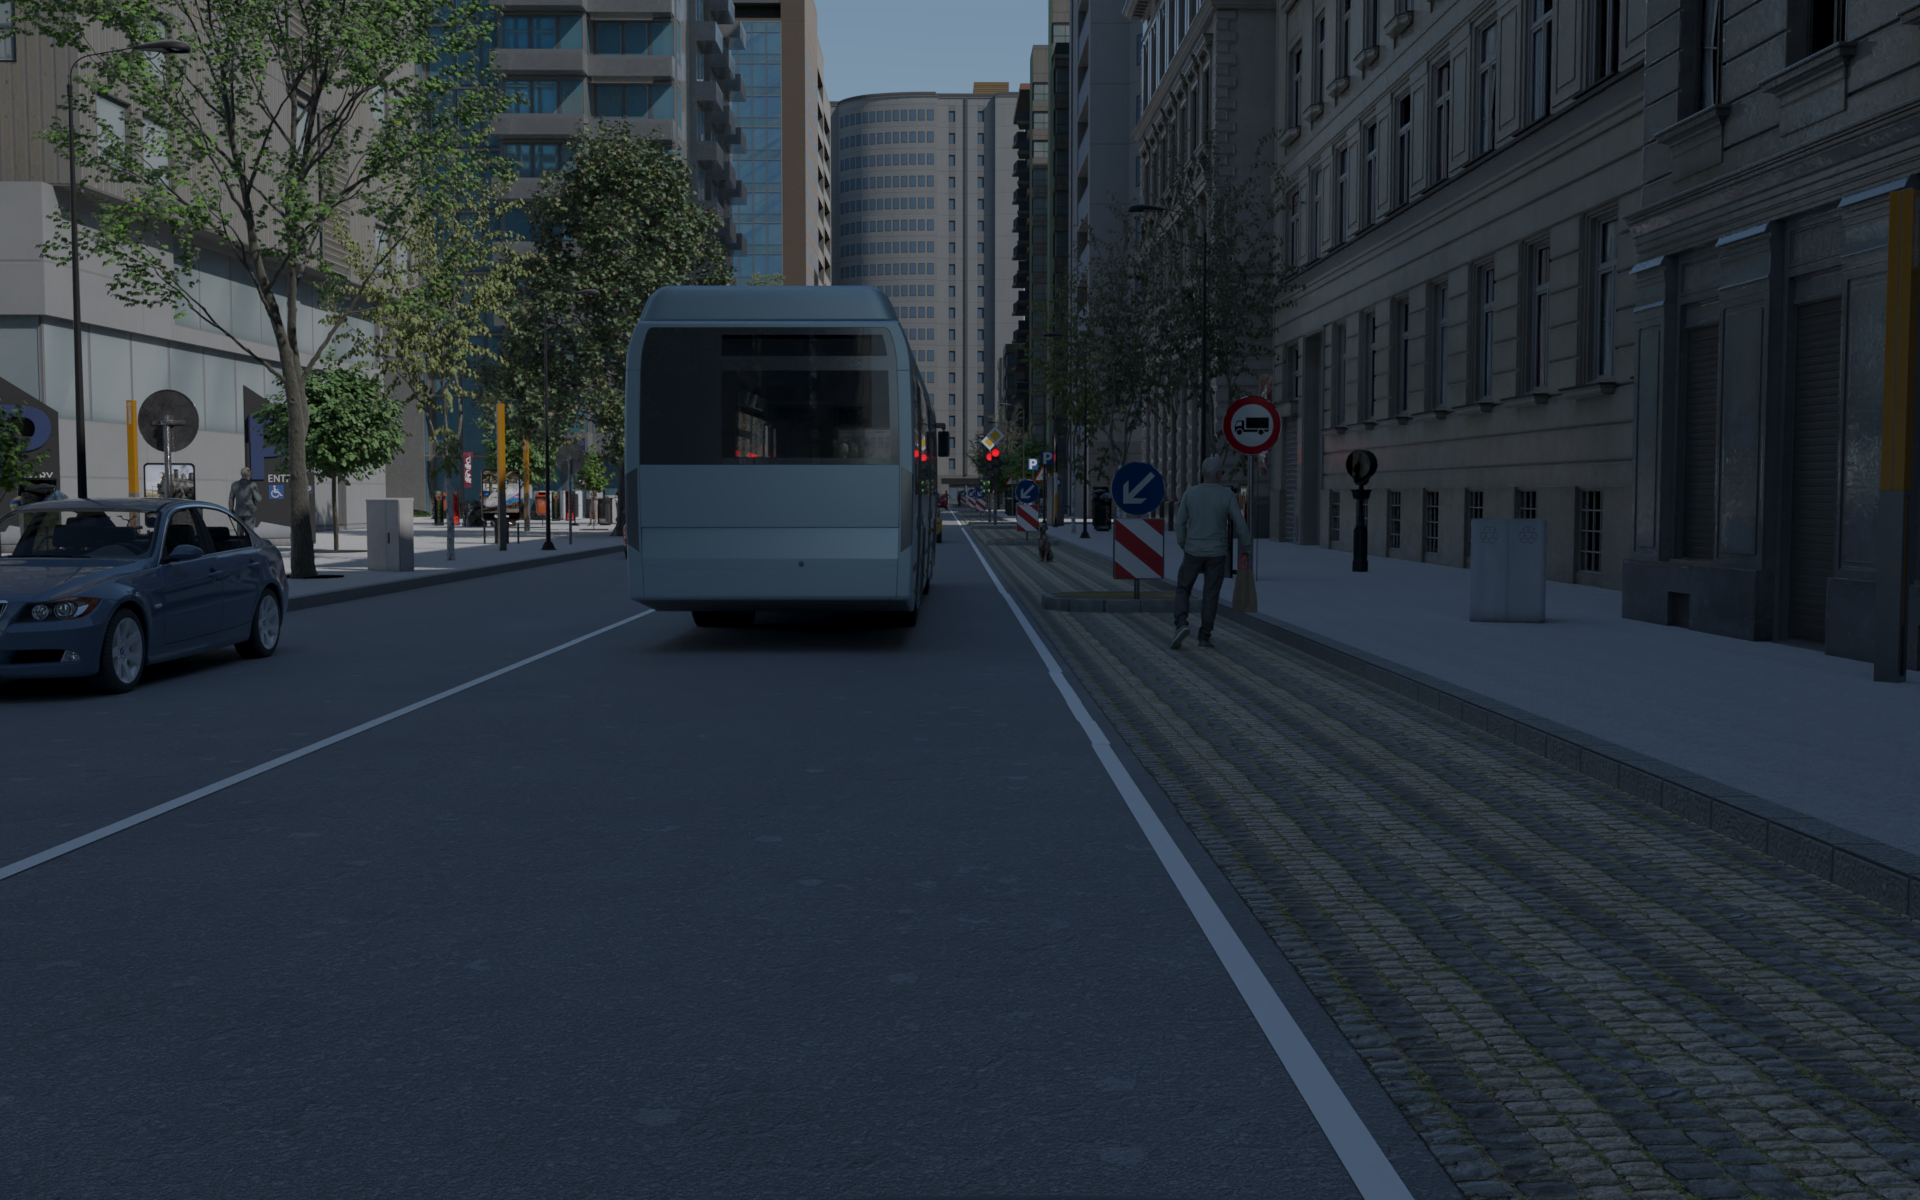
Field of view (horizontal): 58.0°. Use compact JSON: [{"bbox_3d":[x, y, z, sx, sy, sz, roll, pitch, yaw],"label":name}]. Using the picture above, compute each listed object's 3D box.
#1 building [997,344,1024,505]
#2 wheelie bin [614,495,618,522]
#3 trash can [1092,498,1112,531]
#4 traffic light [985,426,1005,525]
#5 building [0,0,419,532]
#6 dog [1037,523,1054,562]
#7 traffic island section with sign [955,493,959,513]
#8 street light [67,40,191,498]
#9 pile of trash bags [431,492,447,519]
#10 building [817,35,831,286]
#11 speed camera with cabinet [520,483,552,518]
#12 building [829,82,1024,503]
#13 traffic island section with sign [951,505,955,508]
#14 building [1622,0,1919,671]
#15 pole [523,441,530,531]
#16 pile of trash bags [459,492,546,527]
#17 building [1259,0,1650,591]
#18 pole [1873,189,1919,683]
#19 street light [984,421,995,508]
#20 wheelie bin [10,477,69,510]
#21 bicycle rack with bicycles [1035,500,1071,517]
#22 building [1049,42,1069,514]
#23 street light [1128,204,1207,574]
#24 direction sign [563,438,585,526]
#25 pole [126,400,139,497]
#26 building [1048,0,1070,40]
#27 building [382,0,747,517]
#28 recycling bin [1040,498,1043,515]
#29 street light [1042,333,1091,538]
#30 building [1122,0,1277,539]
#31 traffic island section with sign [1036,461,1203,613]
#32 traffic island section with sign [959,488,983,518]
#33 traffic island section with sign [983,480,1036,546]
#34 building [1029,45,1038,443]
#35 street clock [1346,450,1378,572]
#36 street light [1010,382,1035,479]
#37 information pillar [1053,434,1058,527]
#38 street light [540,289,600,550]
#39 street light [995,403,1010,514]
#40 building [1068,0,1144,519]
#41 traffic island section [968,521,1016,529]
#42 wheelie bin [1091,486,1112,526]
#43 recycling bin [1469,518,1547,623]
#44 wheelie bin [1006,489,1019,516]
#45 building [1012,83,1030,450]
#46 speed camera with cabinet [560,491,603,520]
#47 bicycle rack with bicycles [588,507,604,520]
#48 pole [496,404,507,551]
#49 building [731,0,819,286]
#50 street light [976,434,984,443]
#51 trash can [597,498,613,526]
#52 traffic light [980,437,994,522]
[{"bbox_3d":[18.889,-22.557,213.839,27.650,21.520,28.899,0,4,-1],"label":"building"},{"bbox_3d":[-15.299,-4.357,79.137,0.693,1.594,0.980,3,4,38],"label":"wheelie bin"},{"bbox_3d":[4.920,-2.936,59.665,0.748,1.137,0.748,0,3,0],"label":"trash can"},{"bbox_3d":[1.437,-5.056,71.593,0.839,4.253,0.868,0,4,-1],"label":"traffic light"},{"bbox_3d":[-34.068,-28.394,53.477,27.495,52.752,28.713,0,4,-1],"label":"building"},{"bbox_3d":[1.893,-1.198,36.428,0.800,0.831,0.513,-2,4,-30],"label":"dog"},{"bbox_3d":[0.801,-7.567,132.352,1.989,1.847,2.006,0,4,-1],"label":"traffic island section with sign"},{"bbox_3d":[-8.565,-2.772,17.869,1.470,5.913,1.316,0,4,-1],"label":"street light"},{"bbox_3d":[-26.181,-4.826,88.658,1.912,1.369,3.447,-1,4,-12],"label":"pile of trash bags"},{"bbox_3d":[-25.156,-34.398,186.115,21.300,48.544,21.600,0,4,-1],"label":"building"},{"bbox_3d":[-22.965,-6.076,93.671,2.038,3.252,0.660,-3,5,-44],"label":"speed camera with cabinet"},{"bbox_3d":[-5.232,-43.352,250.806,28.212,58.520,21.231,0,4,-1],"label":"building"},{"bbox_3d":[0.244,-10.570,181.440,1.989,1.847,2.006,0,4,-1],"label":"traffic island section with sign"},{"bbox_3d":[11.642,-9.744,8.463,9.793,20.994,18.267,0,4,-1],"label":"building"},{"bbox_3d":[-15.011,-4.044,59.964,0.158,3.312,0.155,0,3,0],"label":"pole"},{"bbox_3d":[-18.005,-3.603,68.660,3.447,1.369,1.912,-1,4,-12],"label":"pile of trash bags"},{"bbox_3d":[15.890,-12.189,32.571,16.112,22.955,30.059,0,4,-1],"label":"building"},{"bbox_3d":[6.368,-1.096,11.760,0.158,3.312,0.155,0,3,0],"label":"pole"},{"bbox_3d":[2.468,-8.465,110.948,1.470,5.913,1.316,0,4,-1],"label":"street light"},{"bbox_3d":[-17.453,-1.528,32.890,0.980,1.594,0.693,-3,4,-36],"label":"wheelie bin"},{"bbox_3d":[4.891,-5.185,98.152,2.925,0.926,2.852,1,4,16],"label":"bicycle rack with bicycles"},{"bbox_3d":[12.807,-20.988,114.857,14.160,30.474,14.107,0,4,-1],"label":"building"},{"bbox_3d":[3.389,-3.387,27.921,1.470,5.913,1.316,0,4,-1],"label":"street light"},{"bbox_3d":[-15.586,-4.772,70.015,0.876,3.537,0.379,-1,4,-17],"label":"direction sign"},{"bbox_3d":[-17.977,-2.680,37.669,0.158,3.312,0.155,0,3,0],"label":"pole"},{"bbox_3d":[14.093,-28.047,142.167,14.154,41.232,14.086,0,4,-1],"label":"building"},{"bbox_3d":[-25.554,-29.984,109.847,23.786,49.044,30.456,0,4,-1],"label":"building"},{"bbox_3d":[5.054,-5.383,100.563,0.722,1.027,0.722,-1,4,-9],"label":"recycling bin"},{"bbox_3d":[3.079,-4.737,49.995,1.470,5.913,1.316,0,4,-1],"label":"street light"},{"bbox_3d":[11.984,-14.042,58.460,11.050,23.489,19.941,0,4,-1],"label":"building"},{"bbox_3d":[2.042,-0.803,21.749,1.989,1.847,2.006,0,4,-1],"label":"traffic island section with sign"},{"bbox_3d":[1.119,-5.878,104.731,1.989,1.847,2.006,0,4,-1],"label":"traffic island section with sign"},{"bbox_3d":[1.751,-2.451,48.703,1.989,1.847,2.006,0,4,-1],"label":"traffic island section with sign"},{"bbox_3d":[13.404,-29.240,161.670,14.154,41.232,14.086,0,4,-1],"label":"building"},{"bbox_3d":[6.610,-1.467,28.551,0.471,2.002,0.358,3,5,45],"label":"street clock"},{"bbox_3d":[2.957,-6.059,71.597,1.470,5.913,1.316,0,4,-1],"label":"street light"},{"bbox_3d":[3.696,-4.620,66.888,0.183,3.616,0.504,0,4,-3],"label":"information pillar"},{"bbox_3d":[-8.873,-4.092,39.444,1.470,5.913,1.316,0,4,-1],"label":"street light"},{"bbox_3d":[2.693,-7.097,88.569,1.470,5.913,1.316,0,4,-1],"label":"street light"},{"bbox_3d":[20.519,-33.617,91.642,28.212,58.520,21.231,0,4,-1],"label":"building"},{"bbox_3d":[1.387,-3.511,79.692,2.009,0.180,2.903,0,4,-1],"label":"traffic island section"},{"bbox_3d":[5.663,-3.765,69.459,0.980,1.594,0.693,2,4,25],"label":"wheelie bin"},{"bbox_3d":[5.572,-0.308,17.588,0.722,1.027,0.722,1,4,19],"label":"recycling bin"},{"bbox_3d":[3.157,-5.754,101.986,0.693,1.594,0.980,-3,5,-42],"label":"wheelie bin"},{"bbox_3d":[16.788,-32.358,183.672,22.147,44.769,28.867,0,4,-1],"label":"building"},{"bbox_3d":[-18.755,-5.589,85.718,2.038,3.252,0.660,-2,4,-32],"label":"speed camera with cabinet"},{"bbox_3d":[-17.540,-4.593,88.481,2.925,0.926,2.852,-1,4,-13],"label":"bicycle rack with bicycles"},{"bbox_3d":[-10.373,-2.773,39.176,0.158,3.312,0.155,0,3,0],"label":"pole"},{"bbox_3d":[-19.305,-30.301,145.528,14.600,45.320,14.200,0,4,-1],"label":"building"},{"bbox_3d":[2.193,-9.824,133.160,1.470,5.913,1.316,0,4,-1],"label":"street light"},{"bbox_3d":[-14.514,-3.618,70.808,0.748,1.137,0.748,0,3,0],"label":"trash can"},{"bbox_3d":[1.347,-5.545,79.578,0.839,4.253,0.868,0,4,-1],"label":"traffic light"}]
